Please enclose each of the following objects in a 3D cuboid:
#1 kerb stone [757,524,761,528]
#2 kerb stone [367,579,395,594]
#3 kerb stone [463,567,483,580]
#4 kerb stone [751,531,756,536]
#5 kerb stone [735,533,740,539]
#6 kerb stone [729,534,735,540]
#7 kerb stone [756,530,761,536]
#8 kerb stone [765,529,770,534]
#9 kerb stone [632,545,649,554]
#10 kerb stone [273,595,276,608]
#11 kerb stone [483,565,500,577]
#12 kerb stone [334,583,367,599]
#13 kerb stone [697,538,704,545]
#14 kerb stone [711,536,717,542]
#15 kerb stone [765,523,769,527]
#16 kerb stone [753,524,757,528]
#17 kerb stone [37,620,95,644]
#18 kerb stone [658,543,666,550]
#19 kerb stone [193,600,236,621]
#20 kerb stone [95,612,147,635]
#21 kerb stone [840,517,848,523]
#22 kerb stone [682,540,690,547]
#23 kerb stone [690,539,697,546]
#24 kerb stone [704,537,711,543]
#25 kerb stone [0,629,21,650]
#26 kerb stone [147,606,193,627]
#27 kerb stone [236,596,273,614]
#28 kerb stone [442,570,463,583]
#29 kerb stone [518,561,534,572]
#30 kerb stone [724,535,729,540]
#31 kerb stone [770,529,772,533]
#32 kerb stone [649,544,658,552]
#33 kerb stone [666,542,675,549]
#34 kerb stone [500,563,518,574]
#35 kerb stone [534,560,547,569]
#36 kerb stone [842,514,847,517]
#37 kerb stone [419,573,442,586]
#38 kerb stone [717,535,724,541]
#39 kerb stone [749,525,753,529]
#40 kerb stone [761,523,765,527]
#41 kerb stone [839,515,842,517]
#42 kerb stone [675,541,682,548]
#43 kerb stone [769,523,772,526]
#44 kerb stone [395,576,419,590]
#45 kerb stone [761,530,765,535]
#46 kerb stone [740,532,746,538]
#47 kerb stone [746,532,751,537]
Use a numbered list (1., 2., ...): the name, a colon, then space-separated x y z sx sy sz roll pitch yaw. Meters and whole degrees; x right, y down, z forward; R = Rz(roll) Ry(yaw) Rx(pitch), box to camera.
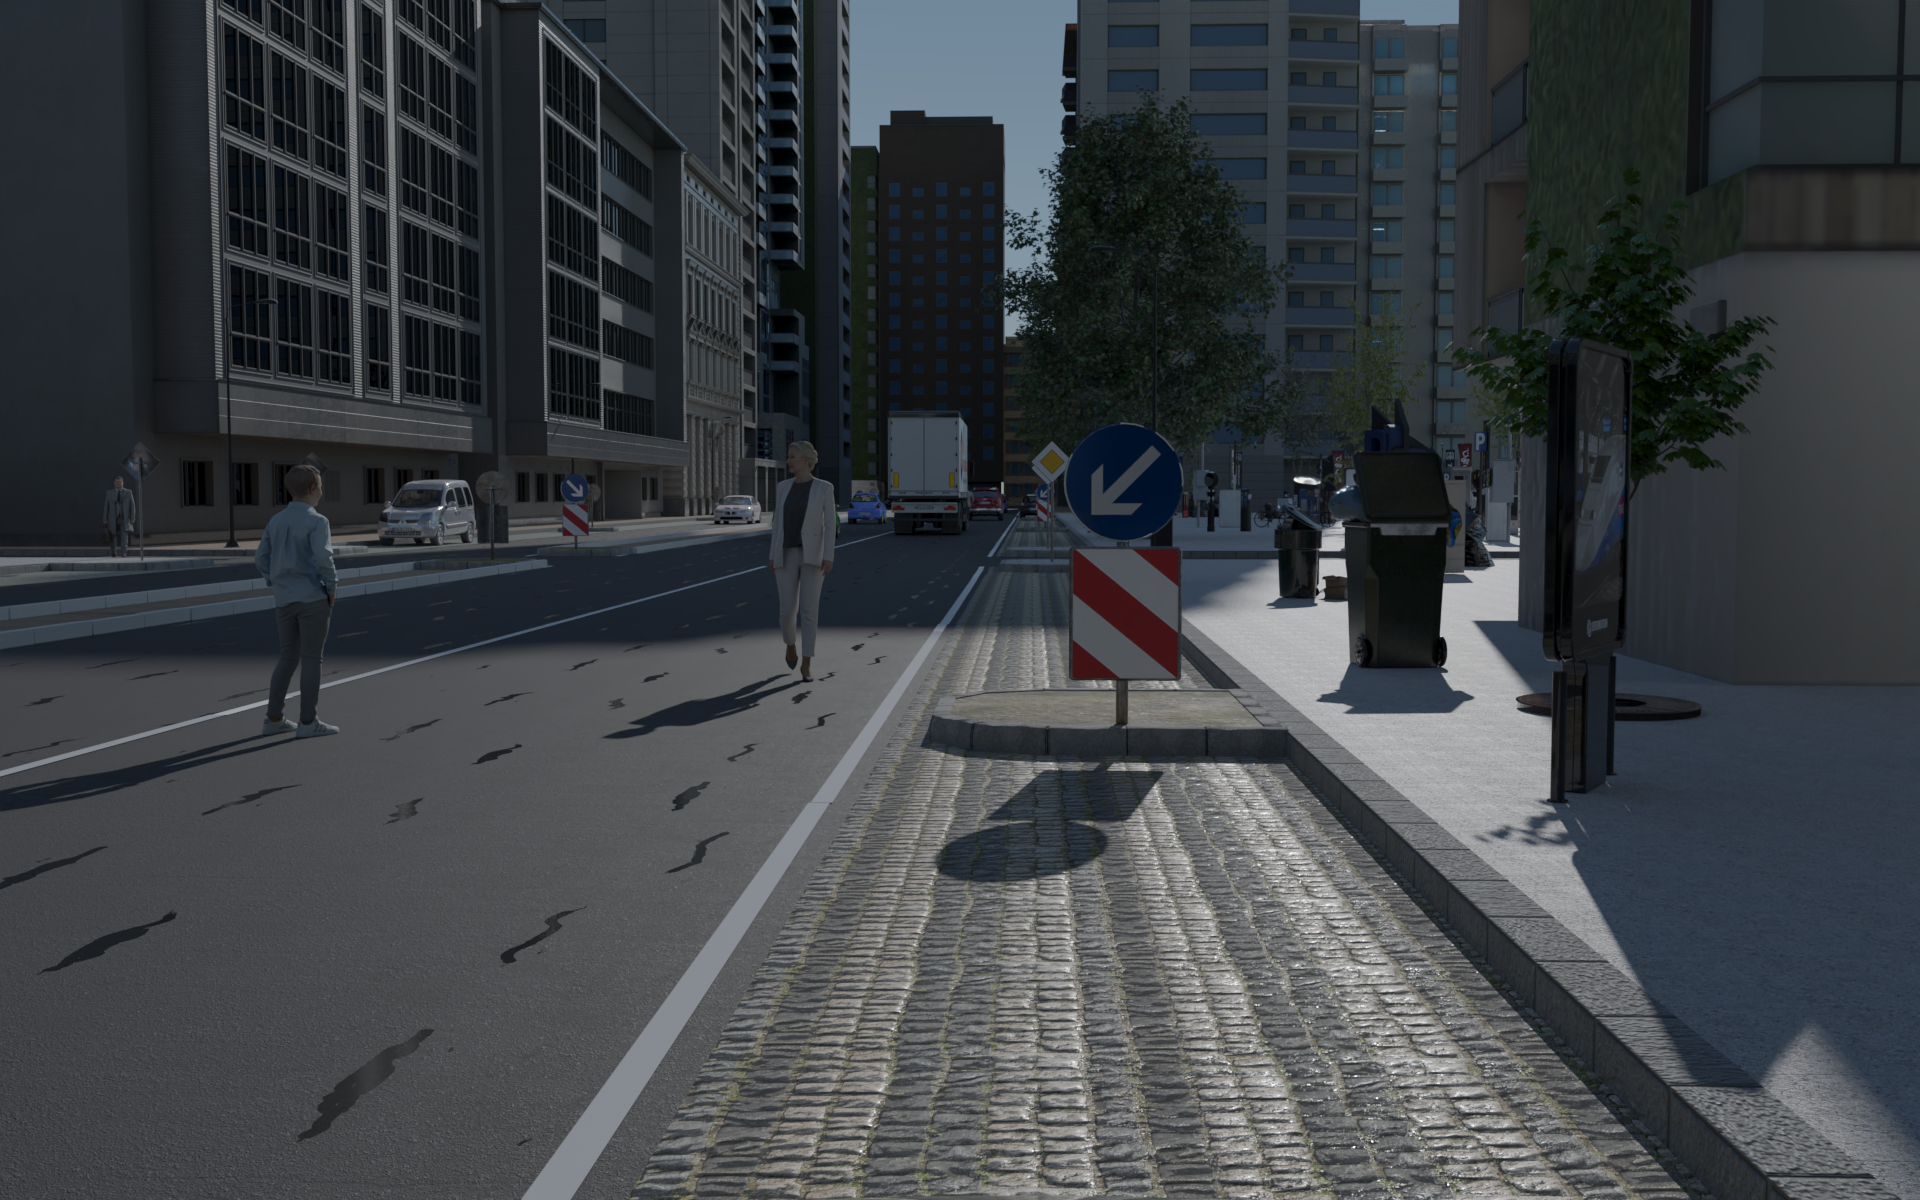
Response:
1. kerb stone: -8.627 -3.102 73.023 0.120 0.150 1.000 0 4 2
2. kerb stone: -8.508 -0.180 25.199 0.120 0.150 1.000 0 4 2
3. kerb stone: -8.340 -0.435 29.305 0.120 0.150 1.000 0 4 2
4. kerb stone: -7.128 -2.225 58.575 0.120 0.150 1.000 0 4 2
5. kerb stone: -7.259 -2.036 55.490 0.120 0.150 1.000 0 4 2
6. kerb stone: -7.292 -1.974 54.468 0.120 0.150 1.000 0 4 2
7. kerb stone: -7.085 -2.288 59.606 0.120 0.150 1.000 0 4 2
8. kerb stone: -6.999 -2.414 61.659 0.120 0.150 1.000 0 4 2
9. kerb stone: -7.803 -1.221 42.155 0.120 0.150 1.000 0 4 2
10. kerb stone: -8.642 0.008 22.130 0.120 0.150 1.000 0 4 2
11. kerb stone: -8.304 -0.497 30.327 0.120 0.150 1.000 0 4 2
12. kerb stone: -8.558 -0.114 24.173 0.120 0.150 1.000 0 4 2
13. kerb stone: -7.510 -1.657 49.339 0.120 0.150 1.000 0 4 2
14. kerb stone: -7.425 -1.785 51.381 0.120 0.150 1.000 0 4 2
15. kerb stone: -8.543 -3.235 75.080 0.120 0.150 1.000 0 4 2
16. kerb stone: -8.669 -3.044 71.993 0.120 0.150 1.000 0 4 2
17. kerb stone: -8.855 0.317 17.007 0.120 0.150 1.000 0 4 2
18. kerb stone: -7.725 -1.347 44.213 0.120 0.150 1.000 0 4 2
19. kerb stone: -8.719 0.131 20.080 0.120 0.150 1.000 0 4 2
20. kerb stone: -8.810 0.259 18.038 0.120 0.150 1.000 0 4 2
21. kerb stone: -5.895 -4.042 88.288 0.120 0.150 1.000 0 4 2
22. kerb stone: -7.593 -1.534 47.277 0.120 0.150 1.000 0 4 2
23. kerb stone: -7.561 -1.597 48.309 0.120 0.150 1.000 0 4 2
24. kerb stone: -7.462 -1.723 50.360 0.120 0.150 1.000 0 4 2
25. kerb stone: -8.892 0.380 15.985 0.120 0.150 1.000 0 4 2
26. kerb stone: -8.773 0.192 19.059 0.120 0.150 1.000 0 4 2
27. kerb stone: -8.679 0.066 21.109 0.120 0.150 1.000 0 4 2
28. kerb stone: -8.380 -0.372 28.284 0.120 0.150 1.000 0 4 2
29. kerb stone: -8.214 -0.624 32.395 0.120 0.150 1.000 0 4 2
30. kerb stone: -7.342 -1.910 53.447 0.120 0.150 1.000 0 4 2
31. kerb stone: -6.959 -2.469 62.693 0.120 0.150 1.000 0 4 2
32. kerb stone: -7.764 -1.284 43.189 0.120 0.150 1.000 0 4 2
33. kerb stone: -7.684 -1.405 45.235 0.120 0.150 1.000 0 4 2
34. kerb stone: -8.260 -0.561 31.365 0.120 0.150 1.000 0 4 2
35. kerb stone: -8.167 -0.685 33.428 0.120 0.150 1.000 0 4 2
36. kerb stone: -7.224 -5.178 106.851 0.120 0.150 1.000 0 4 2
37. kerb stone: -8.424 -0.310 27.257 0.120 0.150 1.000 0 4 2
38. kerb stone: -7.382 -1.849 52.419 0.120 0.150 1.000 0 4 2
39. kerb stone: -8.718 -2.982 70.972 0.120 0.150 1.000 0 4 2
40. kerb stone: -8.594 -3.164 74.048 0.120 0.150 1.000 0 4 2
41. kerb stone: -7.356 -4.987 103.782 0.120 0.150 1.000 0 4 2
42. kerb stone: -7.644 -1.469 46.256 0.120 0.150 1.000 0 4 2
43. kerb stone: -8.502 -3.290 76.102 0.120 0.150 1.000 0 4 2
44. kerb stone: -8.463 -0.246 26.221 0.120 0.150 1.000 0 4 2
45. kerb stone: -7.040 -2.351 60.630 0.120 0.150 1.000 0 4 2
46. kerb stone: -7.216 -2.099 56.521 0.120 0.150 1.000 0 4 2
47. kerb stone: -7.171 -2.162 57.543 0.120 0.150 1.000 0 4 2
